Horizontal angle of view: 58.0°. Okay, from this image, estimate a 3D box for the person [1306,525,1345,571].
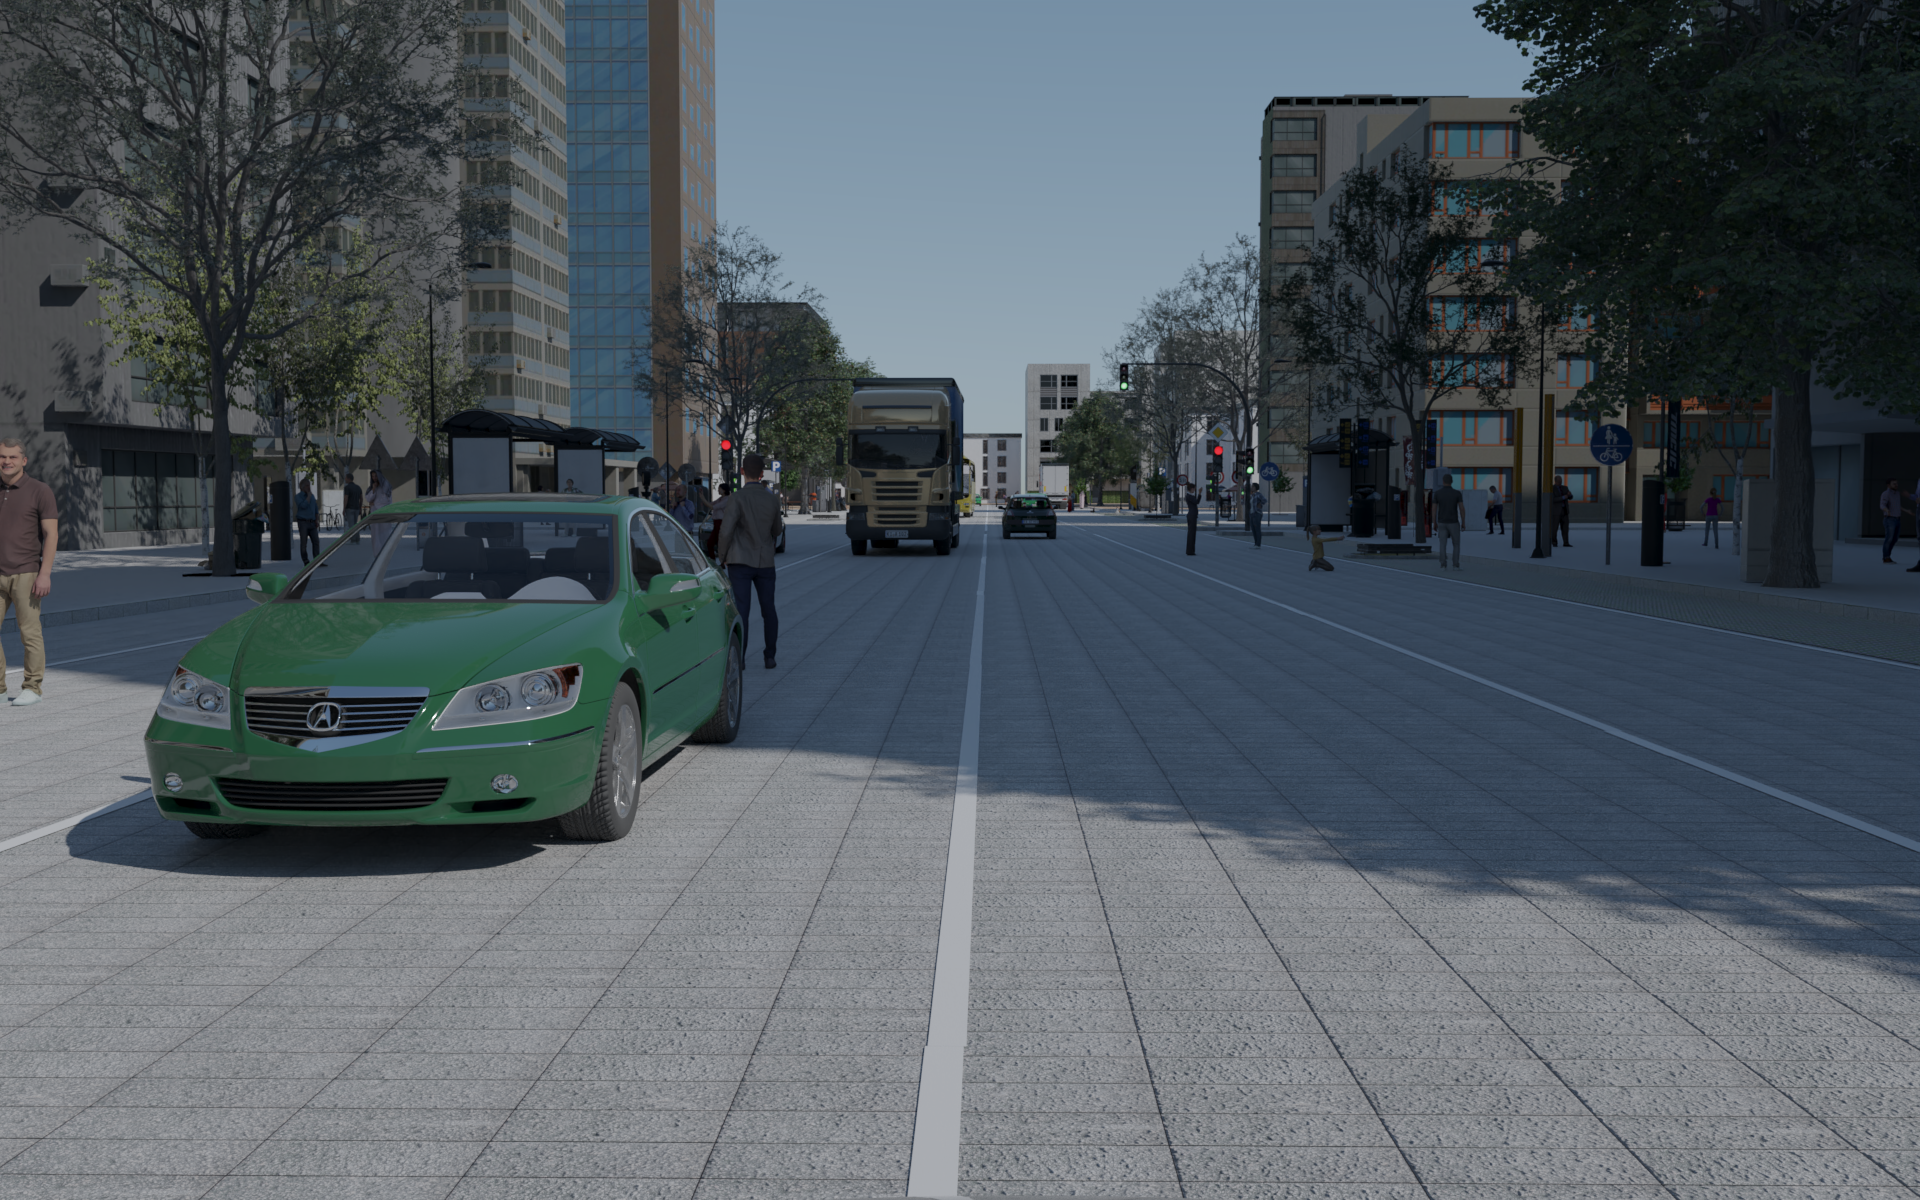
[{"bbox_3d":[6.798,-0.967,32.229,0.695,0.859,0.347,1,4,10],"label":"person"}]

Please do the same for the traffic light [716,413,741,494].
[{"bbox_3d":[-8.079,-4.367,60.316,0.839,4.253,0.868,0,4,1],"label":"traffic light"}]

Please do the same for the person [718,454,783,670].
[{"bbox_3d":[-1.769,-0.324,14.331,0.617,1.759,0.750,-2,4,-23],"label":"person"}]

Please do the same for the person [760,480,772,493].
[{"bbox_3d":[-5.627,-2.491,49.093,0.599,1.838,0.709,-1,4,-18],"label":"person"}]

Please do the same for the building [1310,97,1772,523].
[{"bbox_3d":[35.130,-14.947,89.425,28.899,21.520,27.650,0,4,1],"label":"building"}]

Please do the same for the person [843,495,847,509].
[{"bbox_3d":[-9.663,-8.407,146.683,0.799,1.438,0.628,3,5,39],"label":"person"}]

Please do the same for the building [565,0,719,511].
[{"bbox_3d":[-24.051,-28.374,114.024,14.600,45.320,14.200,0,4,1],"label":"building"}]

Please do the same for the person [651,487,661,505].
[{"bbox_3d":[-12.190,-3.746,69.501,0.429,1.552,0.499,0,4,8],"label":"person"}]

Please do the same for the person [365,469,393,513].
[{"bbox_3d":[-10.787,-1.557,32.165,0.551,1.740,0.621,0,4,-1],"label":"person"}]

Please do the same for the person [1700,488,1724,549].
[{"bbox_3d":[17.641,-1.925,40.748,0.726,1.435,0.776,0,4,6],"label":"person"}]

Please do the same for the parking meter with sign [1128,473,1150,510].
[{"bbox_3d":[14.586,-8.862,141.152,1.738,3.016,0.543,2,4,29],"label":"parking meter with sign"}]

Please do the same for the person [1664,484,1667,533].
[{"bbox_3d":[23.202,-3.030,57.290,0.593,1.614,0.444,-2,4,-35],"label":"person"}]

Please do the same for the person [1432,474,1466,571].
[{"bbox_3d":[9.125,-1.447,32.293,0.598,1.807,0.434,2,4,32],"label":"person"}]

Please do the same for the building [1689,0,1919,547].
[{"bbox_3d":[34.496,-27.363,36.619,28.713,52.752,27.495,0,4,1],"label":"building"}]

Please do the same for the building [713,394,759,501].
[{"bbox_3d":[-21.551,-13.290,159.435,9.099,9.664,28.070,0,4,1],"label":"building"}]

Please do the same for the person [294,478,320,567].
[{"bbox_3d":[-11.339,-1.341,30.184,0.499,1.552,0.429,-3,4,-37],"label":"person"}]

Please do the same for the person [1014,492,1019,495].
[{"bbox_3d":[2.904,-4.911,91.013,0.590,1.554,0.614,1,4,20],"label":"person"}]

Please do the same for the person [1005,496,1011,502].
[{"bbox_3d":[1.826,-3.281,66.055,0.340,1.345,0.435,1,4,10],"label":"person"}]

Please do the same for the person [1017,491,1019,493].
[{"bbox_3d":[4.761,-8.251,144.339,0.756,1.711,0.436,0,4,0],"label":"person"}]

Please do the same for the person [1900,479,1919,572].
[{"bbox_3d":[15.569,-1.355,28.059,0.599,1.838,0.709,-1,4,-12],"label":"person"}]

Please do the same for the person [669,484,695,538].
[{"bbox_3d":[-4.047,-0.902,25.308,0.516,1.574,0.319,3,5,42],"label":"person"}]

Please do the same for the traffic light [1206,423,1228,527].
[{"bbox_3d":[10.092,-4.838,68.017,0.839,4.253,0.868,0,4,1],"label":"traffic light"}]

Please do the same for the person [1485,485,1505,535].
[{"bbox_3d":[16.943,-2.850,54.845,0.590,1.554,0.614,2,4,31],"label":"person"}]

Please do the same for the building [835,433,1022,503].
[{"bbox_3d":[-5.458,-18.197,239.661,28.070,9.664,9.099,0,4,1],"label":"building"}]

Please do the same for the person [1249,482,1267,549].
[{"bbox_3d":[7.737,-2.196,45.132,0.376,1.734,0.841,0,4,-2],"label":"person"}]

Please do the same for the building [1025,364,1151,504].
[{"bbox_3d":[25.055,-23.029,242.980,31.486,18.905,16.747,0,4,1],"label":"building"}]

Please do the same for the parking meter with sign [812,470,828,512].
[{"bbox_3d":[-9.783,-7.685,121.913,0.543,3.016,1.738,2,4,28],"label":"parking meter with sign"}]

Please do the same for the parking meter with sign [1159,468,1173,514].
[{"bbox_3d":[13.501,-7.155,113.249,0.543,3.016,1.738,-1,4,-15],"label":"parking meter with sign"}]

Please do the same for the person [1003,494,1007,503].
[{"bbox_3d":[5.728,-12.772,220.556,0.421,1.427,0.697,2,4,33],"label":"person"}]

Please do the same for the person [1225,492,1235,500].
[{"bbox_3d":[22.586,-8.312,145.175,0.991,1.433,0.599,3,4,37],"label":"person"}]

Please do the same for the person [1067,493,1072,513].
[{"bbox_3d":[8.438,-7.475,133.189,0.387,1.526,0.523,-1,4,-13],"label":"person"}]

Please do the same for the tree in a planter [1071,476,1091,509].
[{"bbox_3d":[11.818,-10.559,169.867,1.991,3.239,1.994,0,4,1],"label":"tree in a planter"}]

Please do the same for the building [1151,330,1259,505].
[{"bbox_3d":[31.701,-20.127,195.529,16.747,18.905,31.486,0,4,1],"label":"building"}]

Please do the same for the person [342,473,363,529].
[{"bbox_3d":[-15.377,-2.301,43.786,0.434,1.807,0.598,3,4,36],"label":"person"}]

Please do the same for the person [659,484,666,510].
[{"bbox_3d":[-13.813,-4.569,81.281,0.750,1.759,0.617,2,4,27],"label":"person"}]

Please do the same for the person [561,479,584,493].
[{"bbox_3d":[-11.563,-2.734,51.470,0.841,1.734,0.376,1,4,19],"label":"person"}]

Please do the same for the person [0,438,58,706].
[{"bbox_3d":[-6.463,-0.192,11.761,0.598,1.807,0.434,1,4,15],"label":"person"}]

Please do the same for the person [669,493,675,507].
[{"bbox_3d":[-13.777,-4.472,83.072,0.435,1.345,0.340,-2,4,-25],"label":"person"}]

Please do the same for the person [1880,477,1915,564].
[{"bbox_3d":[17.079,-1.451,31.724,0.963,1.587,0.435,-3,5,-40],"label":"person"}]

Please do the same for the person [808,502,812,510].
[{"bbox_3d":[-12.367,-7.727,140.665,0.859,0.850,0.655,0,4,-6],"label":"person"}]

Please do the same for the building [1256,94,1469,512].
[{"bbox_3d":[29.137,-21.867,129.223,14.160,30.474,14.107,0,4,1],"label":"building"}]

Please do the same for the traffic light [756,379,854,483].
[{"bbox_3d":[-5.854,-5.727,68.300,4.771,5.953,1.251,0,4,1],"label":"traffic light"}]

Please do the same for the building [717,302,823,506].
[{"bbox_3d":[-32.315,-21.687,198.559,32.646,21.610,27.936,0,4,1],"label":"building"}]

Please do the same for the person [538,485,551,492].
[{"bbox_3d":[-17.231,-3.931,71.773,0.566,1.644,0.517,-1,4,-23],"label":"person"}]

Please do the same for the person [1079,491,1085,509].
[{"bbox_3d":[11.611,-9.507,164.607,0.551,1.740,0.621,1,4,12],"label":"person"}]

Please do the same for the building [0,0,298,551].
[{"bbox_3d":[-25.939,-16.713,44.966,14.107,30.474,14.160,0,4,1],"label":"building"}]

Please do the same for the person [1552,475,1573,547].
[{"bbox_3d":[14.587,-2.157,41.994,0.565,1.739,0.600,-3,4,-38],"label":"person"}]

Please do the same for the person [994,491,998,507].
[{"bbox_3d":[3.895,-11.030,189.363,0.721,1.766,1.217,1,4,13],"label":"person"}]

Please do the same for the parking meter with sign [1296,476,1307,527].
[{"bbox_3d":[13.683,-4.369,67.690,0.543,3.016,1.738,2,4,35],"label":"parking meter with sign"}]

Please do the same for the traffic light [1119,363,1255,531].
[{"bbox_3d":[7.867,-5.215,59.926,4.771,5.953,1.251,0,4,1],"label":"traffic light"}]

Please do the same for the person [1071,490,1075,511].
[{"bbox_3d":[9.615,-8.541,148.236,0.705,1.814,1.350,-1,4,-14],"label":"person"}]

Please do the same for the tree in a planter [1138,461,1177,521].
[{"bbox_3d":[10.547,-5.846,92.811,1.991,3.239,1.994,0,4,1],"label":"tree in a planter"}]

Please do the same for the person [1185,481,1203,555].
[{"bbox_3d":[5.497,-1.898,40.327,0.445,1.727,0.742,-2,4,-33],"label":"person"}]

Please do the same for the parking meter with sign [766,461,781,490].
[{"bbox_3d":[-10.224,-5.901,92.744,0.543,3.016,1.738,-2,4,-32],"label":"parking meter with sign"}]

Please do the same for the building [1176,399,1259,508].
[{"bbox_3d":[26.563,-13.681,165.830,9.099,9.664,28.070,0,4,1],"label":"building"}]

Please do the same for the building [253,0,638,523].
[{"bbox_3d":[-33.449,-24.184,87.286,32.217,40.220,23.993,0,4,1],"label":"building"}]

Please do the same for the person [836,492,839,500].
[{"bbox_3d":[-14.495,-12.054,203.566,0.683,1.767,0.568,-2,4,-31],"label":"person"}]

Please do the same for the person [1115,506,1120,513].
[{"bbox_3d":[11.477,-6.557,126.183,0.381,0.543,0.357,2,4,24],"label":"person"}]
